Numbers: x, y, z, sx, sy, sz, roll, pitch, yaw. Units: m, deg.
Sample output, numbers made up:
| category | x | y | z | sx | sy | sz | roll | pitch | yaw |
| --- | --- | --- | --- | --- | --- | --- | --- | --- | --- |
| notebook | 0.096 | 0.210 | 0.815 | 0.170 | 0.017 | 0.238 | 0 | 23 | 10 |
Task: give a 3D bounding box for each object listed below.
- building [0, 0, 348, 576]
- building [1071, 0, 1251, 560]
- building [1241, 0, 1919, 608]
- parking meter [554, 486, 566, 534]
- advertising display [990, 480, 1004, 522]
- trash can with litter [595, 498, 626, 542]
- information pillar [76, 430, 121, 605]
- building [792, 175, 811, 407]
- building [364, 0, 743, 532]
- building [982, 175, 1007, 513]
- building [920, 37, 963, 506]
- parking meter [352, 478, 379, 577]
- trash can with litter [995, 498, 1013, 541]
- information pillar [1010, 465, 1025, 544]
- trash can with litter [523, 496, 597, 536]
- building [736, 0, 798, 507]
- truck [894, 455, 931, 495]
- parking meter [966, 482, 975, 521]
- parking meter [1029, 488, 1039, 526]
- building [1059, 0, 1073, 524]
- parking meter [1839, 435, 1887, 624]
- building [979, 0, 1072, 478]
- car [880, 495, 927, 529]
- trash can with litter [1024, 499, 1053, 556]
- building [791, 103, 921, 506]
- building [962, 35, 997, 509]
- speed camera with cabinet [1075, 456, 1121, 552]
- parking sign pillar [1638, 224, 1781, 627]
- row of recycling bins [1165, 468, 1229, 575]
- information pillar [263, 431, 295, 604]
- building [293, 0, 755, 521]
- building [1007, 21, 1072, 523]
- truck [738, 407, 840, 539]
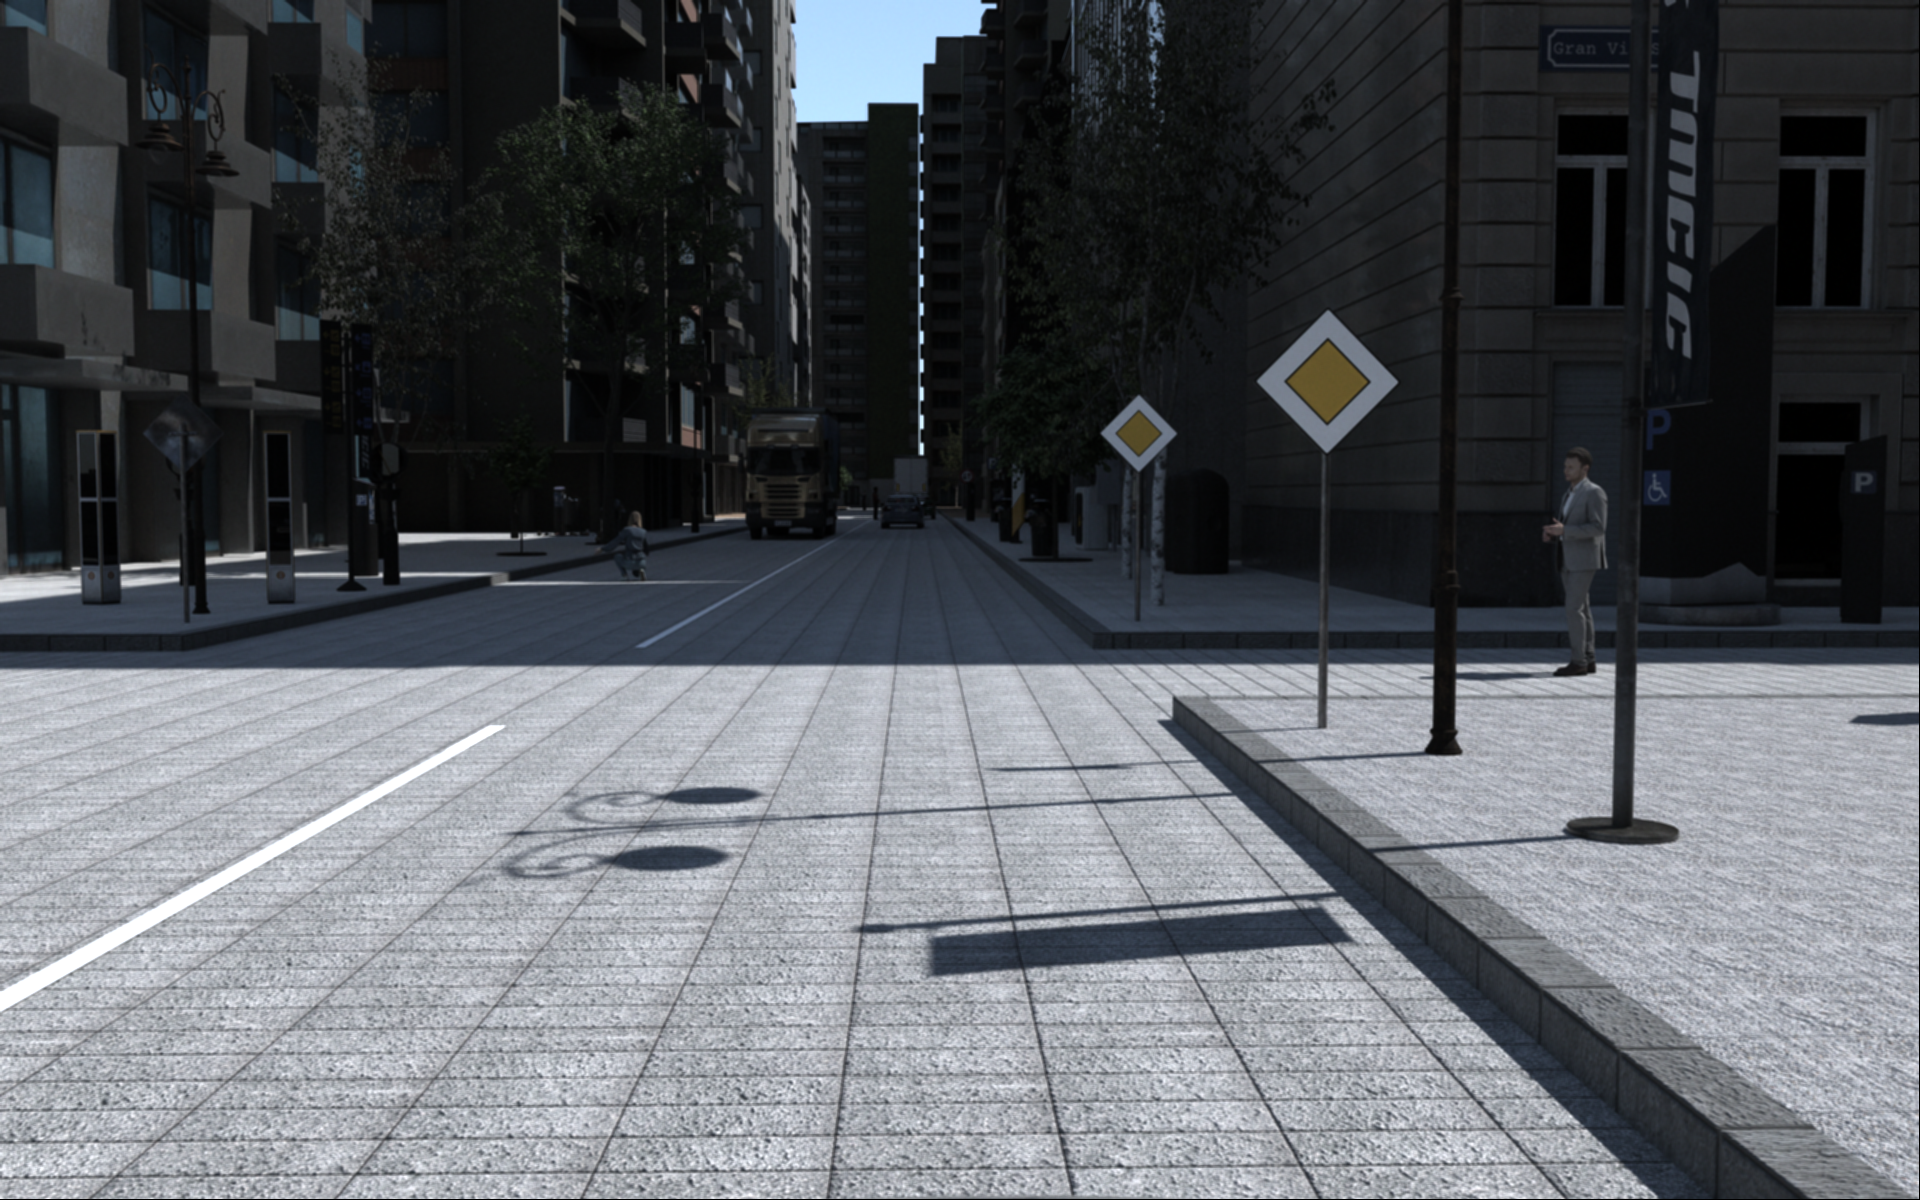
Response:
| category | x | y | z | sx | sy | sz | roll | pitch | yaw |
| --- | --- | --- | --- | --- | --- | --- | --- | --- | --- |
| building | -25.069 | -25.238 | 32.243 | 23.786 | 49.044 | 30.456 | 0 | 4 | -1 |
| building | 9.650 | -13.748 | 42.809 | 12.078 | 24.808 | 19.932 | 0 | 4 | -1 |
| building | 17.277 | -13.905 | 24.617 | 25.104 | 27.353 | 12.463 | 0 | 4 | -1 |
| parking meter | -12.830 | -2.881 | 55.518 | 0.372 | 1.533 | 0.369 | 0 | 3 | 0 |
| advertising display | 1.718 | -4.495 | 78.701 | 0.123 | 1.923 | 0.974 | 3 | 5 | 40 |
| trash can with litter | -9.235 | -2.094 | 45.626 | 0.624 | 1.170 | 1.055 | 0 | 4 | 5 |
| information pillar | -10.004 | -0.956 | 20.125 | 0.304 | 2.012 | 0.304 | 1 | 4 | 16 |
| building | -20.830 | -23.685 | 158.958 | 14.107 | 30.474 | 14.160 | 0 | 4 | -1 |
| building | -20.747 | -25.410 | 70.081 | 22.147 | 44.769 | 28.867 | 0 | 4 | -1 |
| building | 15.742 | -16.135 | 108.838 | 27.650 | 21.520 | 28.899 | 0 | 4 | -1 |
| building | 6.517 | -34.530 | 188.267 | 21.600 | 48.544 | 21.300 | 0 | 4 | -1 |
| parking meter | -9.293 | -1.140 | 27.055 | 0.372 | 1.533 | 0.369 | 0 | 3 | 0 |
| trash can with litter | 1.245 | -2.175 | 46.953 | 0.624 | 1.170 | 1.055 | 0 | 4 | 1 |
| information pillar | 1.506 | -3.275 | 44.905 | 0.183 | 3.616 | 0.504 | -2 | 4 | -31 |
| trash can with litter | -12.264 | -2.578 | 53.202 | 2.233 | 1.210 | 1.678 | 0 | 4 | 1 |
| building | -26.952 | -33.430 | 135.819 | 28.713 | 52.752 | 27.495 | 0 | 4 | -1 |
| truck | -3.598 | -8.630 | 130.015 | 2.839 | 4.237 | 11.283 | 0 | 4 | -1 |
| parking meter | 0.516 | -4.708 | 82.690 | 0.255 | 1.863 | 0.399 | 3 | 5 | 40 |
| parking meter | 2.987 | -3.766 | 69.981 | 0.372 | 1.533 | 0.369 | 0 | 3 | 0 |
| building | 11.197 | -16.951 | 64.546 | 14.401 | 28.519 | 23.554 | 0 | 4 | -1 |
| parking meter | 8.956 | -0.703 | 17.210 | 0.399 | 1.863 | 0.255 | 2 | 4 | 31 |
| building | 12.784 | -29.499 | 136.934 | 22.147 | 44.769 | 28.867 | 0 | 4 | -1 |
| car | -2.410 | -3.744 | 73.221 | 2.014 | 1.417 | 4.499 | 0 | 4 | 0 |
| trash can with litter | 1.702 | -1.506 | 36.010 | 0.624 | 1.170 | 1.055 | 1 | 4 | 10 |
| building | -11.236 | -30.639 | 184.545 | 14.086 | 41.232 | 14.154 | 0 | 4 | -1 |
| building | 7.130 | -29.058 | 158.688 | 14.154 | 41.232 | 14.086 | 0 | 4 | -1 |
| speed camera with cabinet | 3.110 | -2.748 | 39.261 | 0.660 | 3.252 | 2.038 | -1 | 4 | -10 |
| parking sign pillar | 7.472 | -1.765 | 17.327 | 1.447 | 3.967 | 1.447 | -2 | 4 | -24 |
| row of recycling bins | 3.940 | -1.355 | 29.265 | 1.069 | 1.692 | 3.534 | 0 | 4 | 4 |
| information pillar | -7.972 | -0.965 | 20.278 | 0.304 | 2.012 | 0.304 | -1 | 4 | -22 |
| building | -24.639 | -29.775 | 106.437 | 23.786 | 49.044 | 30.456 | 0 | 4 | -1 |
| building | 8.845 | -15.611 | 84.922 | 12.332 | 23.373 | 15.834 | 0 | 4 | -1 |
| truck | -5.548 | -4.247 | 58.360 | 2.839 | 4.237 | 11.283 | 0 | 4 | -1 |
